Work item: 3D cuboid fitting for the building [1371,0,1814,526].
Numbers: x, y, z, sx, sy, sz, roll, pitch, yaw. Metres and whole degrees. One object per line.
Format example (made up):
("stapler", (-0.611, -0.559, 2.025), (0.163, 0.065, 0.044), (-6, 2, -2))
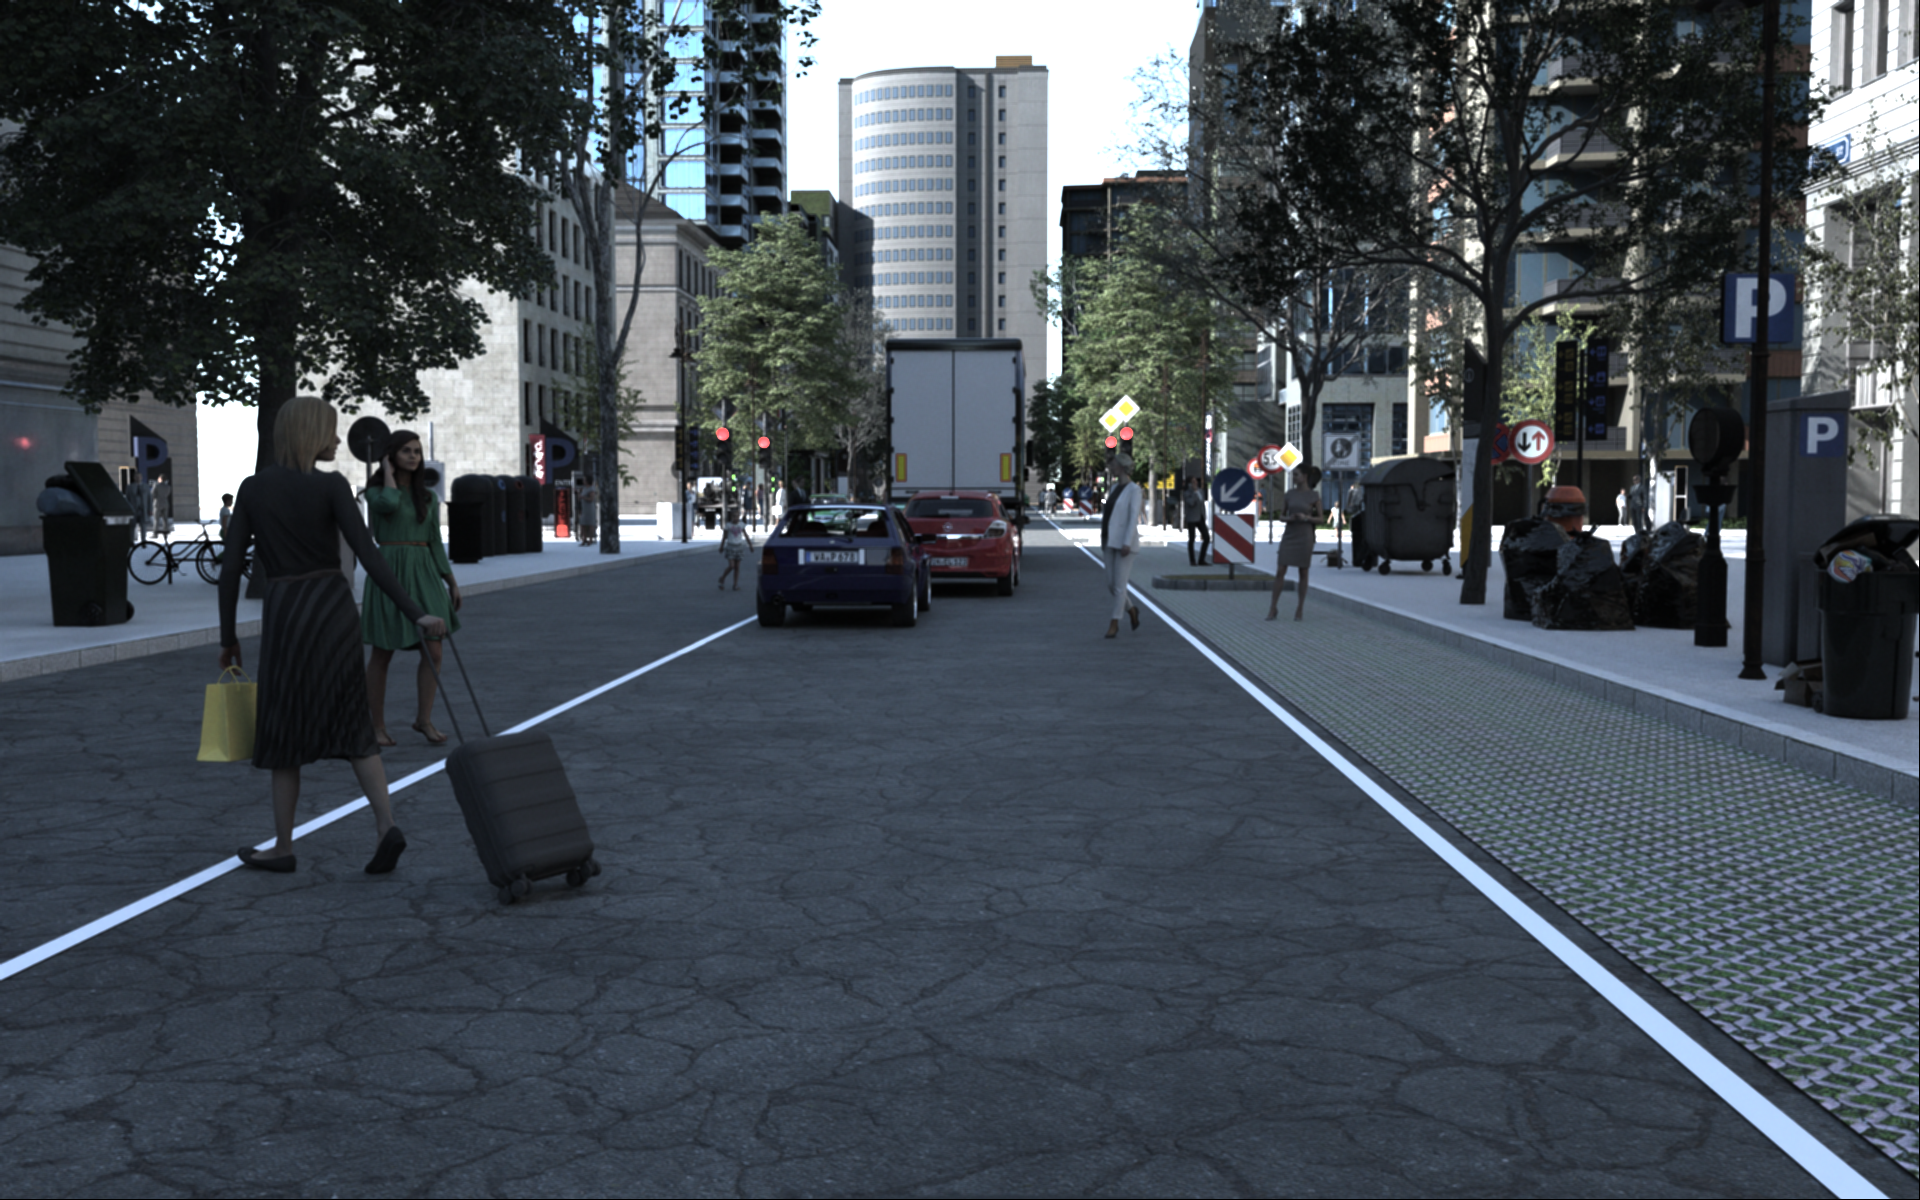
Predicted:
("building", (34.005, -25.880, 77.768), (28.867, 44.769, 22.147), (0, 4, 2))

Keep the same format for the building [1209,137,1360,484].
("building", (27.454, -22.706, 142.941), (14.160, 30.474, 14.107), (0, 4, 2))

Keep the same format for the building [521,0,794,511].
("building", (-25.487, -51.039, 147.157), (22.319, 86.520, 31.000), (0, 4, 2))

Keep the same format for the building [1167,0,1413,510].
("building", (33.002, -52.997, 179.165), (22.319, 86.520, 31.000), (0, 4, 2))

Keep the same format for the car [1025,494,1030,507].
("car", (6.726, -11.086, 190.060), (1.959, 1.807, 4.718), (0, 4, 3))

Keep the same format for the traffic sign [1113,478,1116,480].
("traffic sign", (8.875, -5.935, 97.047), (0.884, 2.594, 0.081), (1, 4, 9))

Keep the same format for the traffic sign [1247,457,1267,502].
("traffic sign", (10.282, -3.656, 59.880), (0.768, 2.556, 0.104), (0, 4, 4))

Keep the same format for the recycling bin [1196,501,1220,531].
("recycling bin", (8.701, -2.977, 61.221), (0.722, 1.027, 0.722), (-3, 5, -42))

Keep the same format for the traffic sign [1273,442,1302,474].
("traffic sign", (8.319, -2.694, 43.772), (0.795, 2.593, 0.064), (1, 4, 11))

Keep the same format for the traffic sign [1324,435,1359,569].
("traffic sign", (6.478, -1.674, 29.498), (0.606, 2.300, 0.079), (0, 4, 3))

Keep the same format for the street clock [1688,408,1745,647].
("street clock", (6.337, -0.611, 14.563), (0.358, 2.002, 0.471), (-1, 4, -8))

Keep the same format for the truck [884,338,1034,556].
("truck", (0.131, -2.928, 36.794), (2.839, 4.237, 11.283), (0, 4, 3))

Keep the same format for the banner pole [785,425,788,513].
("banner pole", (-6.311, -4.461, 62.951), (0.401, 3.779, 0.863), (0, 4, -4))

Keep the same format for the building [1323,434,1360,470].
("building", (51.918, -37.443, 235.890), (21.600, 48.544, 21.300), (0, 4, 2))

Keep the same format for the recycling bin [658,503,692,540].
("recycling bin", (-8.013, -2.210, 48.693), (0.722, 1.027, 0.722), (-3, 5, -44))

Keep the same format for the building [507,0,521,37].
("building", (-42.346, -39.483, 187.538), (28.212, 58.520, 21.231), (0, 4, 2))

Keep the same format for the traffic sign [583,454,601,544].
("traffic sign", (-9.304, -2.570, 44.144), (0.606, 2.300, 0.079), (0, 4, 4))

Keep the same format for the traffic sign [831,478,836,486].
("traffic sign", (-6.488, -5.430, 90.908), (0.606, 2.300, 0.079), (0, 4, 5))

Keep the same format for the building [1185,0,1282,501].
("building", (28.294, -31.042, 157.650), (14.600, 45.320, 14.200), (0, 4, 2))

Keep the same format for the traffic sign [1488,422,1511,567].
("traffic sign", (9.272, -1.846, 30.290), (0.768, 2.556, 0.104), (0, 4, 7))

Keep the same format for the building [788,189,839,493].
("building", (-23.665, -33.720, 234.911), (14.086, 41.232, 14.154), (0, 4, 2))

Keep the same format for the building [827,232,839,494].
("building", (-20.693, -25.669, 191.388), (14.107, 30.474, 14.160), (0, 4, 2))

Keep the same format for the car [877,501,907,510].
("car", (-2.766, -4.311, 79.275), (1.959, 1.807, 4.718), (0, 4, 2))

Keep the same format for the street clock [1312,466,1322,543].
("street clock", (9.169, -2.484, 45.189), (0.471, 2.002, 0.358), (-2, 4, -28))

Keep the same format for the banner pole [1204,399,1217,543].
("banner pole", (6.637, -3.418, 45.897), (0.401, 3.779, 0.863), (-1, 4, -13))

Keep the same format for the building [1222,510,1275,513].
("building", (29.431, -48.899, 112.164), (22.319, 86.520, 31.000), (0, 4, 2))

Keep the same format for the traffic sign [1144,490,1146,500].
("traffic sign", (10.493, -6.008, 98.334), (0.768, 2.556, 0.104), (0, 4, 5))

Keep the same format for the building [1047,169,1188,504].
("building", (26.409, -35.591, 236.531), (28.867, 44.769, 22.147), (0, 4, 2))

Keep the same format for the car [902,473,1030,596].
("car", (-0.038, -1.031, 25.889), (2.155, 1.783, 4.494), (0, 4, 4))

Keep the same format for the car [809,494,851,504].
("car", (-4.534, -2.923, 59.591), (2.131, 1.459, 4.920), (0, 3, 0))

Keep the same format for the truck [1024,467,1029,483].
("truck", (2.051, -5.978, 93.670), (3.469, 3.379, 9.791), (0, 4, 1))

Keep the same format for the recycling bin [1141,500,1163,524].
("recycling bin", (8.126, -3.714, 73.270), (0.722, 1.027, 0.722), (-1, 4, -21))

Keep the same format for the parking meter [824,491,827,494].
("parking meter", (-8.407, -6.015, 106.756), (0.372, 1.533, 0.369), (0, 3, 0))

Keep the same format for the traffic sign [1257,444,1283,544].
("traffic sign", (7.967, -2.704, 44.324), (0.768, 2.556, 0.104), (0, 4, 3))

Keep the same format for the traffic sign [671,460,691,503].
("traffic sign", (-10.133, -3.843, 62.933), (0.768, 2.556, 0.104), (1, 4, 10))

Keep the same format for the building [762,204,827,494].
("building", (-21.390, -24.458, 171.594), (14.160, 30.474, 14.107), (0, 4, 2))

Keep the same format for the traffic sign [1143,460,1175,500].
("traffic sign", (10.515, -6.114, 93.831), (2.265, 3.308, 0.079), (0, 4, 2))

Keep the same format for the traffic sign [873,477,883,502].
("traffic sign", (-6.054, -7.839, 128.268), (0.768, 2.556, 0.104), (1, 4, 11))

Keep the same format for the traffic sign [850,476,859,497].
("traffic sign", (-7.550, -7.500, 122.730), (0.768, 2.556, 0.104), (0, 4, 8))

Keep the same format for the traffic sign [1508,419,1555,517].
("traffic sign", (9.678, -1.792, 29.408), (0.768, 2.556, 0.104), (1, 4, 10))

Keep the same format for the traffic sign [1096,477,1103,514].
("traffic sign", (9.178, -6.829, 111.756), (0.768, 2.556, 0.104), (1, 4, 11))

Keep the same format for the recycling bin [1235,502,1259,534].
("recycling bin", (9.317, -2.675, 56.298), (0.722, 1.027, 0.722), (1, 4, 15))

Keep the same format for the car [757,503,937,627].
("car", (-1.269, -0.459, 20.086), (1.945, 1.354, 3.894), (0, 4, 2))

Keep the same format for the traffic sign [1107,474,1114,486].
("traffic sign", (9.478, -6.701, 109.672), (0.768, 2.556, 0.104), (0, 4, 6))

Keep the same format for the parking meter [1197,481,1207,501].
("parking meter", (10.700, -4.333, 76.561), (0.399, 1.863, 0.255), (-1, 4, -17))

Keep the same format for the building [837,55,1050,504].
("building", (-2.179, -42.472, 236.418), (28.212, 58.520, 21.231), (0, 4, 2))

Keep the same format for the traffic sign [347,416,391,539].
("traffic sign", (-9.669, -1.728, 28.363), (0.768, 2.556, 0.104), (0, 4, 8))
